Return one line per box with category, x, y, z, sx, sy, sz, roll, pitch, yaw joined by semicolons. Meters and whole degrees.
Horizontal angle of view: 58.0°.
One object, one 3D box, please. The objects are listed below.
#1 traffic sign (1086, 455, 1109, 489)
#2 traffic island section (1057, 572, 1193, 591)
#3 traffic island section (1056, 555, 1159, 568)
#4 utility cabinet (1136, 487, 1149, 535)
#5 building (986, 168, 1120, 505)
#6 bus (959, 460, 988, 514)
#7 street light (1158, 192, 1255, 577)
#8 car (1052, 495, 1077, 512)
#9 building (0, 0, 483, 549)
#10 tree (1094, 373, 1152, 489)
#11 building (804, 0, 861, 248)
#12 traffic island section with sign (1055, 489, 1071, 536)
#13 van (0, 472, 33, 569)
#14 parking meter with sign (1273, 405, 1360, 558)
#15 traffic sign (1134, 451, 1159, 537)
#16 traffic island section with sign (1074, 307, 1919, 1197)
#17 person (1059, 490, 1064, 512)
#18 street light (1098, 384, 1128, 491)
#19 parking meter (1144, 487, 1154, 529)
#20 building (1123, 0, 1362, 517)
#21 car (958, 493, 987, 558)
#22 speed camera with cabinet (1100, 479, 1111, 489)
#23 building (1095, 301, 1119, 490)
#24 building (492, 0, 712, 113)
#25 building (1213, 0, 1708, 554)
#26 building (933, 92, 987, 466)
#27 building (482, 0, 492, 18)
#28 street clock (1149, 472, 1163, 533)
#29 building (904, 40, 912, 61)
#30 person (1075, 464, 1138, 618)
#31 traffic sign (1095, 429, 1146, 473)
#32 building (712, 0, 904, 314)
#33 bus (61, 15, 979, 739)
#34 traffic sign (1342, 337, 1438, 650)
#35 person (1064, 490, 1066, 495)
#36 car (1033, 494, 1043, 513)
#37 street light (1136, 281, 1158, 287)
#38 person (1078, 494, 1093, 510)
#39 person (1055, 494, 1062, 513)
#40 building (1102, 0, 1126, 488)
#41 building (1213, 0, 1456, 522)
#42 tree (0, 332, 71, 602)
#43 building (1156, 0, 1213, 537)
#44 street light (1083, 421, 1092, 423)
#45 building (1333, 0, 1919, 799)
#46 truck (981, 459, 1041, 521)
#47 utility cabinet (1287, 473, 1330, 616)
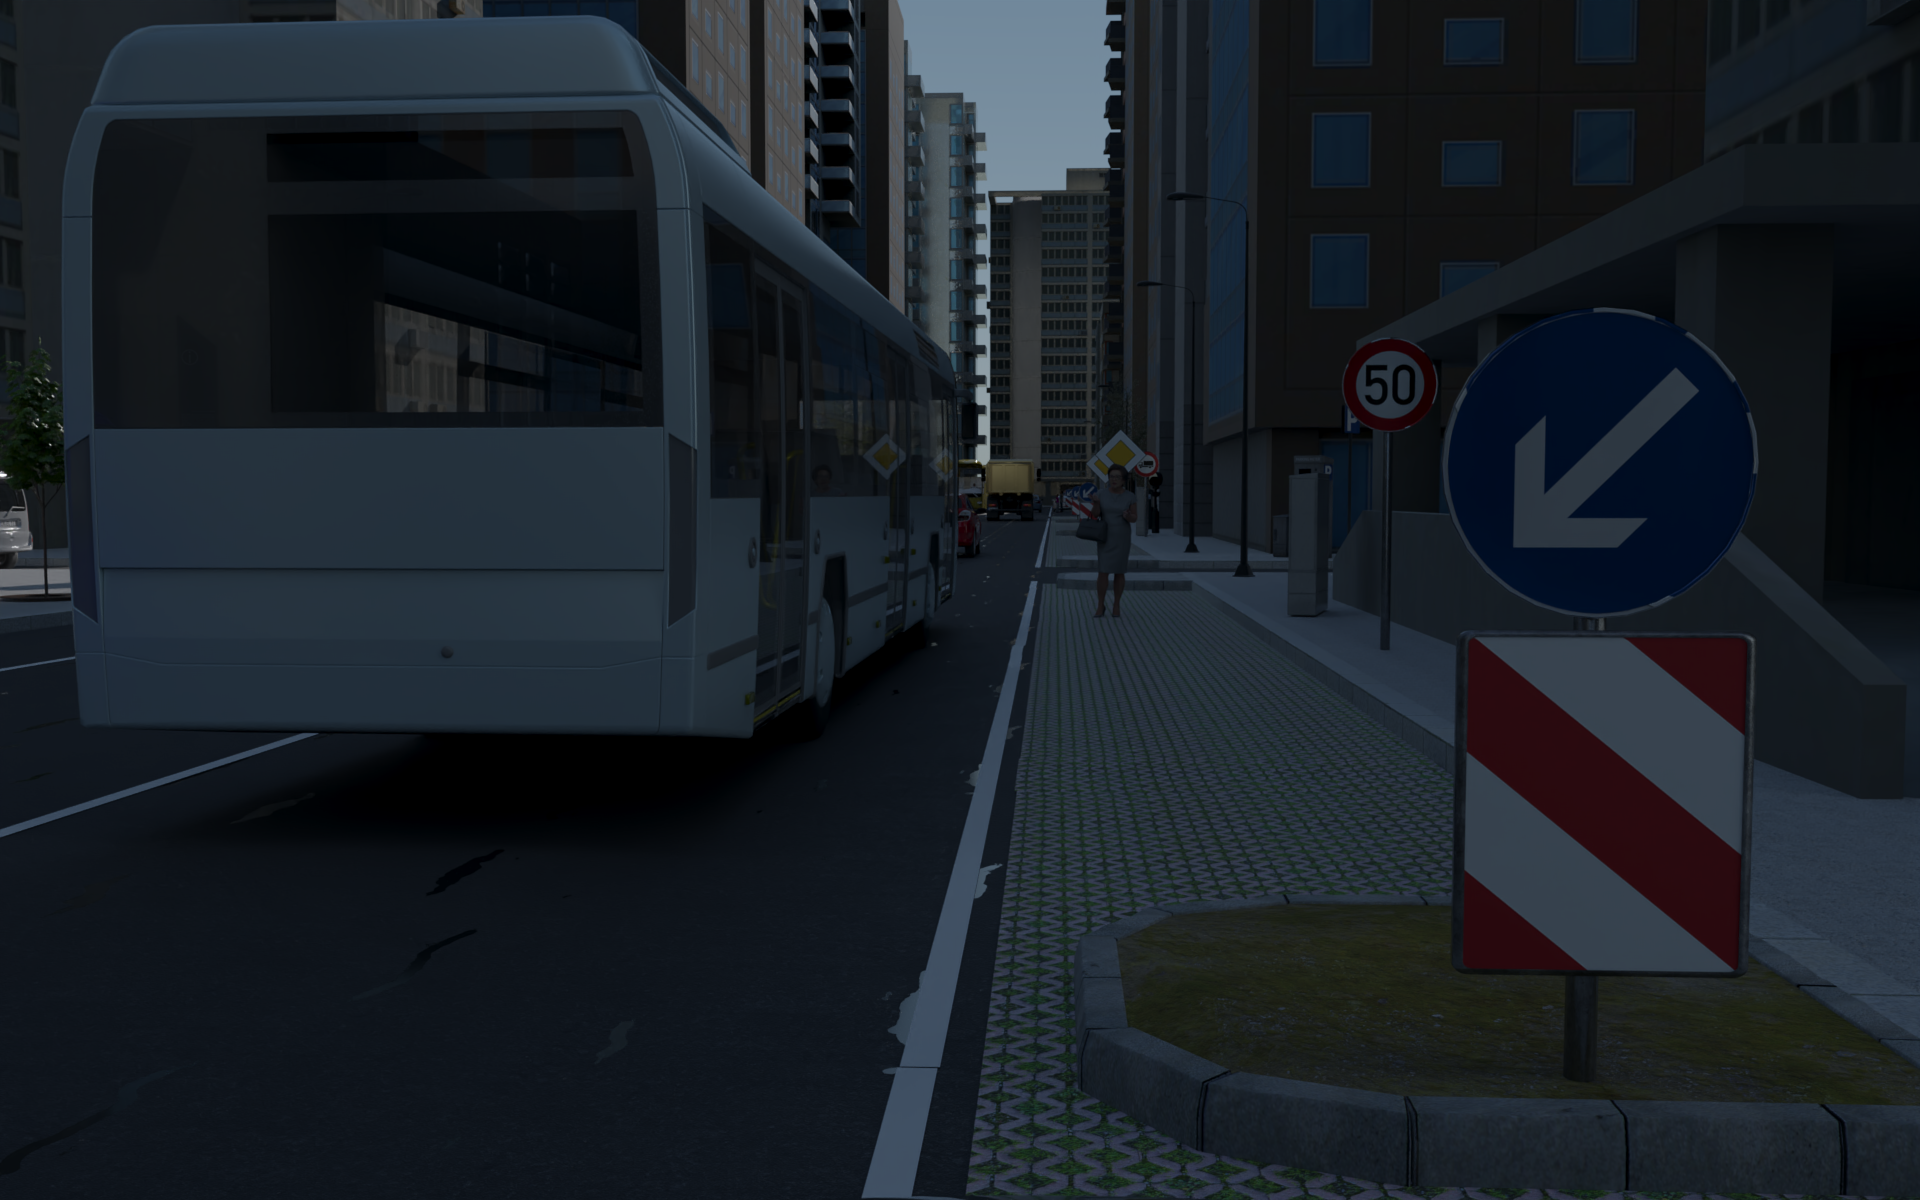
traffic sign;2.926;-1.910;34.877;0.795;2.450;0.064;0;4;3
traffic island section;2.514;-0.287;26.980;2.009;0.180;2.903;0;4;3
traffic island section;2.950;-0.775;34.953;2.009;0.180;2.903;0;4;3
utility cabinet;5.663;-2.755;53.724;0.318;1.500;1.173;1;4;11
building;15.390;-31.629;209.018;23.993;40.220;32.217;0;4;3
bus;0.717;-8.305;127.334;2.896;3.916;12.252;0;4;3
street light;3.872;-3.317;26.779;1.470;5.913;1.316;0;4;3
car;8.523;-7.849;140.700;2.083;1.381;4.827;0;4;2
building;-27.254;-21.785;48.061;32.217;40.220;23.993;0;4;3
tree;9.982;-9.429;104.522;4.360;8.622;3.978;0;3;0
building;-17.731;-49.678;124.903;22.319;86.520;31.000;0;4;3
traffic island section with sign;4.322;-3.136;59.901;1.989;1.847;2.006;0;4;3
van;-19.104;-1.484;31.274;4.112;2.044;2.013;0;4;3
parking meter with sign;7.082;-2.349;34.671;1.738;3.016;0.543;3;5;44
traffic sign;5.546;-3.152;51.648;0.768;2.556;0.104;0;4;7
traffic island section with sign;1.300;0.254;4.482;1.989;1.847;2.006;0;4;3
person;7.830;-7.687;134.904;0.721;1.735;1.217;-1;4;-14
street light;6.529;-6.174;73.483;1.470;5.913;1.316;0;4;3
parking meter;6.863;-3.338;62.995;0.372;1.533;0.369;0;3;0
building;18.390;-28.594;117.625;14.600;45.320;14.200;0;4;3
car;-0.458;-1.930;40.592;2.155;1.783;4.494;0;4;3
speed camera with cabinet;8.926;-6.471;100.140;0.660;3.252;2.038;3;5;40
building;27.389;-19.835;169.338;27.650;21.520;28.899;0;4;3
building;-16.618;-27.348;97.254;14.600;45.320;14.200;0;4;3
building;13.700;-23.963;41.898;14.200;45.320;14.600;0;4;3
building;-11.998;-35.896;206.501;30.456;49.044;23.786;0;4;3
building;-17.136;-25.953;74.440;14.600;45.320;14.200;0;4;3
street clock;6.391;-3.179;56.542;0.358;2.002;0.471;-2;4;-32
building;-19.091;-33.948;174.657;30.456;49.044;23.786;0;4;3
person;1.688;-0.679;19.964;0.716;1.782;0.532;0;4;7
traffic sign;2.490;-1.423;26.904;0.795;2.450;0.064;0;4;3
building;-12.264;-30.480;148.454;14.600;45.320;14.200;0;4;3
bus;-1.747;-1.131;13.356;2.948;3.499;13.247;0;4;5
traffic sign;3.501;-0.861;14.189;0.768;2.556;0.104;0;4;5
person;9.350;-8.900;154.568;0.434;1.755;0.990;2;4;32
car;5.477;-7.480;134.295;2.014;1.417;4.499;0;4;2
street light;4.542;-3.995;37.852;1.470;5.913;1.316;0;4;3
person;5.518;-4.101;75.908;0.716;1.782;0.532;1;4;16
person;7.478;-7.337;131.678;0.599;1.433;0.991;-2;4;-31
building;22.775;-29.662;139.602;22.147;44.769;28.867;0;4;3
building;17.511;-27.104;93.268;14.600;45.320;14.200;0;4;3
tree;-11.110;-1.603;20.816;1.663;3.219;1.824;0;3;0
building;17.929;-31.905;63.648;21.231;58.520;28.212;0;4;3
street light;8.516;-8.395;109.795;1.470;5.913;1.316;0;4;3
building;20.247;-19.585;12.094;32.217;40.220;23.993;0;4;3
truck;2.801;-6.113;95.879;3.469;3.379;9.791;0;4;2
utility cabinet;3.728;-0.604;18.553;0.318;1.500;1.173;1;4;18
